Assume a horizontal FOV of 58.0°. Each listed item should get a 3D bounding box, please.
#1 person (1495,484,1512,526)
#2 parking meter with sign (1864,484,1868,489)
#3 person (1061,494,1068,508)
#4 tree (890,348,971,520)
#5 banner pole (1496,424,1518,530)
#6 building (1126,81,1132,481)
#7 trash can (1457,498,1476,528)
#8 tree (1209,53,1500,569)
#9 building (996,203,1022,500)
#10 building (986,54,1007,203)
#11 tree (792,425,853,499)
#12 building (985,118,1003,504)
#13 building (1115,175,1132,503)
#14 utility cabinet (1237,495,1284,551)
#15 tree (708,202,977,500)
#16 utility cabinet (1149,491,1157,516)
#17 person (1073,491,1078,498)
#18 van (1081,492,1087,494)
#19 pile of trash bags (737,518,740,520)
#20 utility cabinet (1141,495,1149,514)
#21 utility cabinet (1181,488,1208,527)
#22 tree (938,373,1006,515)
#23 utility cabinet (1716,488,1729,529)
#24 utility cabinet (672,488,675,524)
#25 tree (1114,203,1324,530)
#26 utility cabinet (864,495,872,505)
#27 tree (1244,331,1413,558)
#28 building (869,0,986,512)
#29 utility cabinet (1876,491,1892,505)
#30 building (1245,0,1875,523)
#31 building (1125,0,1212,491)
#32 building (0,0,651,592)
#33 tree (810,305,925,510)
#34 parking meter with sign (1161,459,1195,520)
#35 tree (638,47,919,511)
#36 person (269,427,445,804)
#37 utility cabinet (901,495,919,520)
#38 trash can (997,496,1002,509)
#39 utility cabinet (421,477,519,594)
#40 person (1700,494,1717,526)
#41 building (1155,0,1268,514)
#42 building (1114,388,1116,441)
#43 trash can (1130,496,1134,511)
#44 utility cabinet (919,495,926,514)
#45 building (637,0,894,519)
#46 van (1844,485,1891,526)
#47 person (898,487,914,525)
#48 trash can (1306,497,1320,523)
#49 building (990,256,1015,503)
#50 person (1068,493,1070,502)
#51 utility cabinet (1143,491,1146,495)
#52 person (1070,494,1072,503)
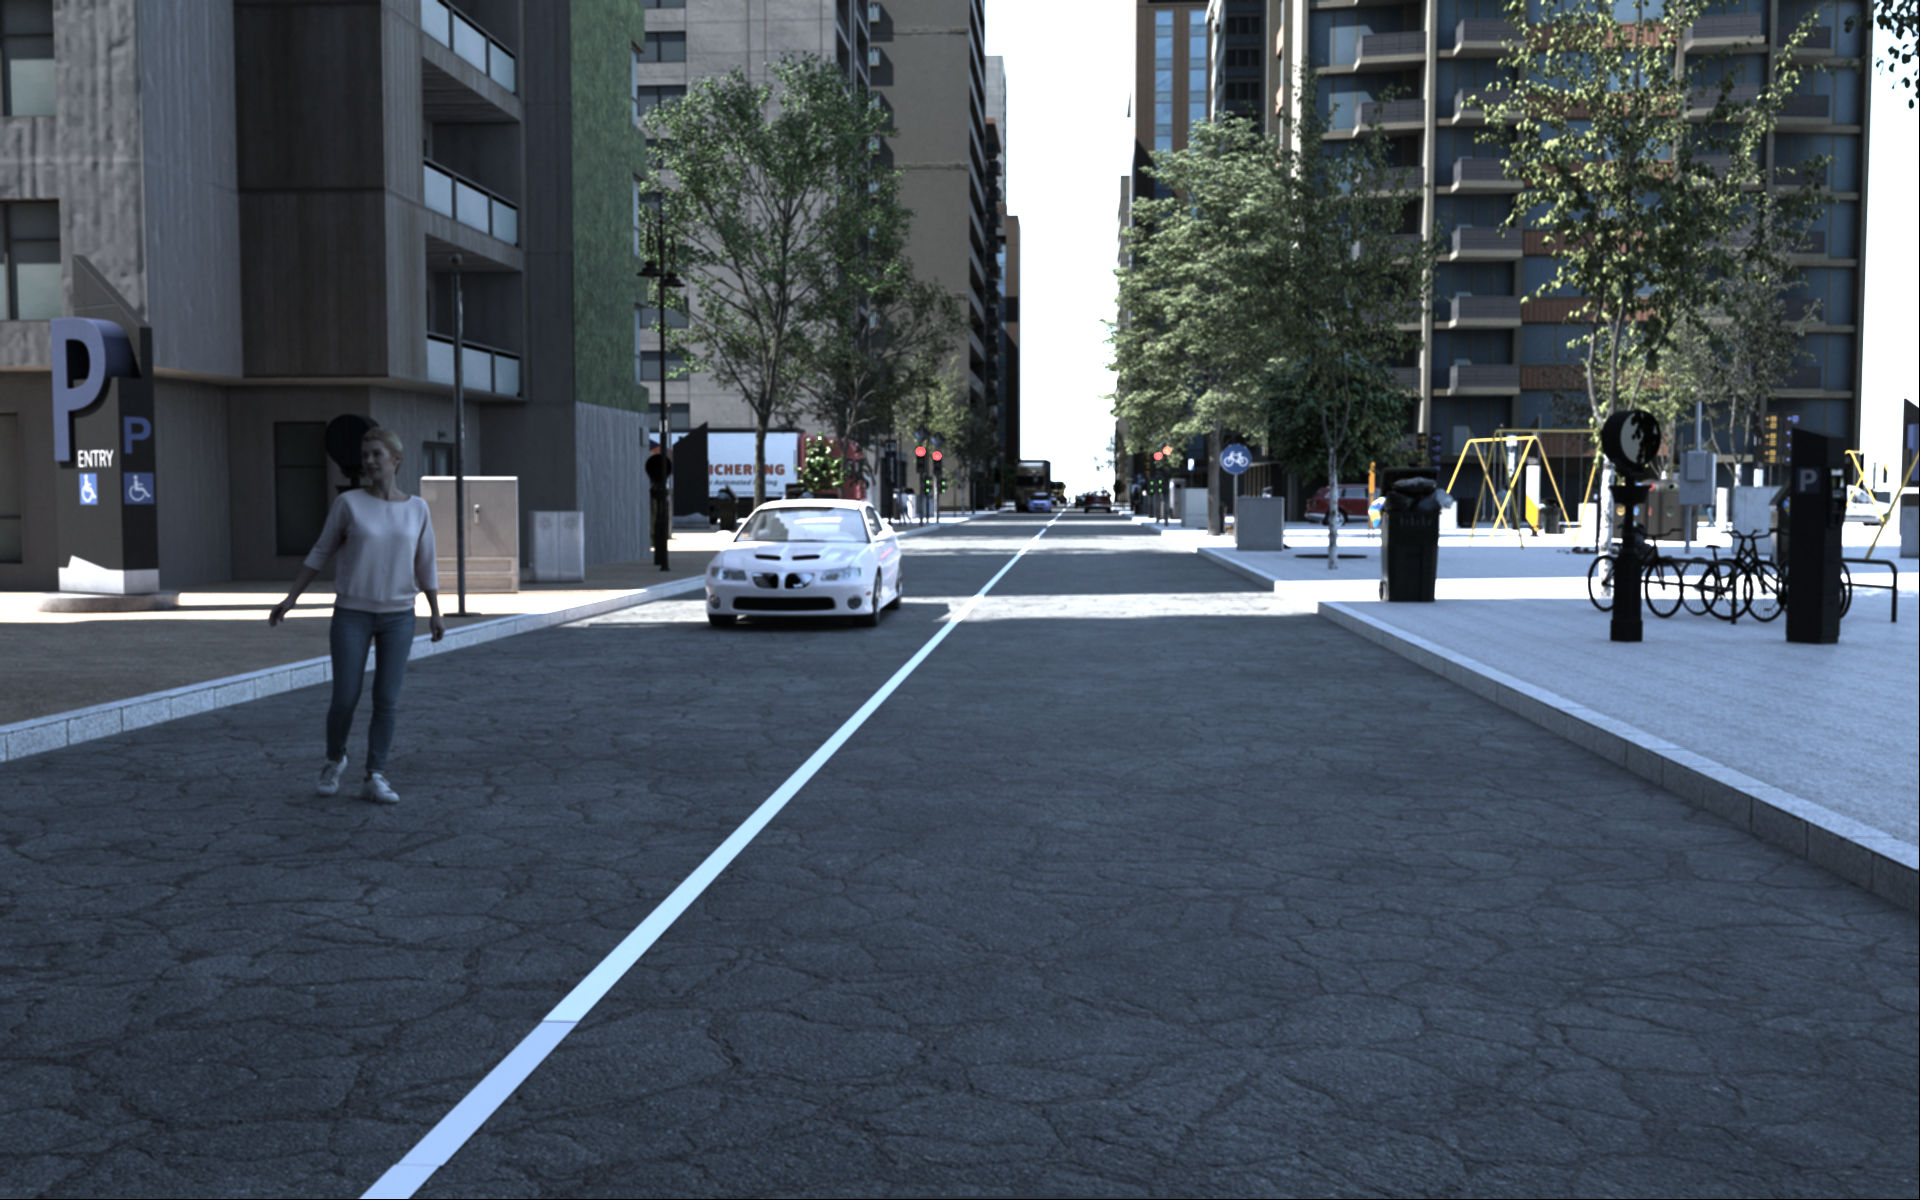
[{"bbox_3d":[22.868,-3.953,72.999,0.638,1.841,0.748,3,5,39],"label":"person"},{"bbox_3d":[68.498,-8.270,131.471,0.543,3.016,1.738,-3,4,-37],"label":"parking meter with sign"},{"bbox_3d":[10.481,-9.896,173.530,0.697,1.427,0.421,-1,4,-21],"label":"person"},{"bbox_3d":[-1.272,-8.323,86.448,4.737,8.622,4.395,0,3,0],"label":"tree"},{"bbox_3d":[19.549,-4.397,61.905,0.863,3.779,0.401,3,5,44],"label":"banner pole"},{"bbox_3d":[34.796,-37.978,210.174,28.713,52.752,27.495,0,4,4],"label":"building"},{"bbox_3d":[19.207,-3.304,65.679,0.748,1.137,0.748,0,3,0],"label":"trash can"},{"bbox_3d":[6.308,-4.816,29.107,4.737,8.622,4.395,0,3,0],"label":"tree"},{"bbox_3d":[2.425,-37.893,269.663,14.600,45.320,14.200,0,4,4],"label":"building"},{"bbox_3d":[-0.351,-51.959,287.773,20.563,71.187,20.611,0,4,4],"label":"building"},{"bbox_3d":[-4.048,-3.327,49.003,1.663,3.219,1.824,0,3,0],"label":"tree"},{"bbox_3d":[-6.521,-33.279,198.735,22.147,44.769,28.867,0,4,4],"label":"building"},{"bbox_3d":[33.287,-38.217,248.556,21.300,48.544,21.600,0,4,4],"label":"building"},{"bbox_3d":[6.787,-1.712,39.145,1.020,1.237,0.306,1,4,17],"label":"utility cabinet"},{"bbox_3d":[-3.886,-7.416,55.666,8.767,10.594,7.601,-1,4,-9],"label":"tree"},{"bbox_3d":[11.367,-5.685,101.635,0.318,1.500,1.173,0,4,-8],"label":"utility cabinet"},{"bbox_3d":[15.894,-14.045,238.151,0.705,1.822,1.348,-2,4,-23],"label":"person"},{"bbox_3d":[21.087,-17.483,292.864,2.013,2.044,4.112,0,4,4],"label":"van"},{"bbox_3d":[-12.482,-4.619,85.275,3.447,1.369,1.912,1,4,9],"label":"pile of trash bags"},{"bbox_3d":[11.547,-5.982,108.973,1.020,1.237,0.306,-2,4,-28],"label":"utility cabinet"},{"bbox_3d":[9.061,-3.550,66.719,1.173,1.500,0.318,-2,4,-30],"label":"utility cabinet"},{"bbox_3d":[0.266,-9.445,104.784,4.360,8.622,3.978,0,3,0],"label":"tree"},{"bbox_3d":[27.435,-3.279,62.293,0.318,1.500,1.173,2,4,28],"label":"utility cabinet"},{"bbox_3d":[-10.925,-3.633,68.075,0.318,1.500,1.173,1,4,18],"label":"utility cabinet"},{"bbox_3d":[9.190,-8.351,62.287,9.928,11.665,9.643,0,3,0],"label":"tree"},{"bbox_3d":[-4.937,-4.663,87.395,1.020,1.237,0.306,-3,4,-37],"label":"utility cabinet"},{"bbox_3d":[7.454,-3.142,35.080,4.285,4.588,4.351,0,3,0],"label":"tree"},{"bbox_3d":[-9.276,-31.032,131.070,21.300,48.544,21.600,0,4,4],"label":"building"},{"bbox_3d":[65.958,-7.047,123.895,1.173,1.500,0.318,3,5,42],"label":"utility cabinet"},{"bbox_3d":[28.206,-26.387,86.053,28.867,44.769,22.147,0,4,4],"label":"building"},{"bbox_3d":[20.946,-30.021,140.955,14.600,45.320,14.200,0,4,4],"label":"building"},{"bbox_3d":[-13.755,-21.039,27.583,14.154,41.232,14.086,0,4,4],"label":"building"},{"bbox_3d":[-3.524,-7.107,66.563,4.360,8.622,3.978,0,3,0],"label":"tree"},{"bbox_3d":[10.756,-5.479,85.847,1.738,3.016,0.543,-1,4,-22],"label":"parking meter with sign"},{"bbox_3d":[-4.594,-7.030,40.694,9.928,11.665,9.643,0,3,0],"label":"tree"},{"bbox_3d":[-2.856,0.065,8.109,0.731,1.740,0.598,-3,4,-38],"label":"person"},{"bbox_3d":[-2.619,-4.613,86.584,0.306,1.237,1.020,-3,4,-37],"label":"utility cabinet"},{"bbox_3d":[3.338,-8.482,150.330,0.748,1.137,0.748,0,3,0],"label":"trash can"},{"bbox_3d":[-6.260,-0.824,22.150,1.173,1.500,0.318,-1,4,-11],"label":"utility cabinet"},{"bbox_3d":[31.344,-3.883,72.335,0.721,1.781,0.623,3,4,36],"label":"person"},{"bbox_3d":[29.242,-25.783,113.430,32.217,40.220,23.993,0,4,4],"label":"building"},{"bbox_3d":[38.605,-26.280,274.708,27.650,21.520,28.899,0,4,4],"label":"building"},{"bbox_3d":[13.297,-7.362,132.018,0.748,1.137,0.748,0,3,0],"label":"trash can"},{"bbox_3d":[-2.733,-6.186,112.298,1.020,1.237,0.306,0,4,-3],"label":"utility cabinet"},{"bbox_3d":[-13.646,-40.355,98.048,20.563,71.187,20.611,0,4,4],"label":"building"},{"bbox_3d":[36.469,-3.927,71.218,4.112,2.044,2.013,0,4,4],"label":"van"},{"bbox_3d":[-2.262,-4.014,74.809,0.598,1.740,0.731,3,5,41],"label":"person"},{"bbox_3d":[15.616,-3.948,76.195,0.748,1.137,0.748,0,3,0],"label":"trash can"},{"bbox_3d":[-7.112,-34.183,250.769,32.217,40.220,23.993,0,4,4],"label":"building"},{"bbox_3d":[18.994,-17.783,300.046,0.445,1.727,0.742,0,4,3],"label":"person"},{"bbox_3d":[12.651,-6.853,120.722,0.318,1.500,1.173,-3,5,-39],"label":"utility cabinet"},{"bbox_3d":[17.237,-15.740,269.070,0.599,1.433,0.991,-1,4,-10],"label":"person"}]
